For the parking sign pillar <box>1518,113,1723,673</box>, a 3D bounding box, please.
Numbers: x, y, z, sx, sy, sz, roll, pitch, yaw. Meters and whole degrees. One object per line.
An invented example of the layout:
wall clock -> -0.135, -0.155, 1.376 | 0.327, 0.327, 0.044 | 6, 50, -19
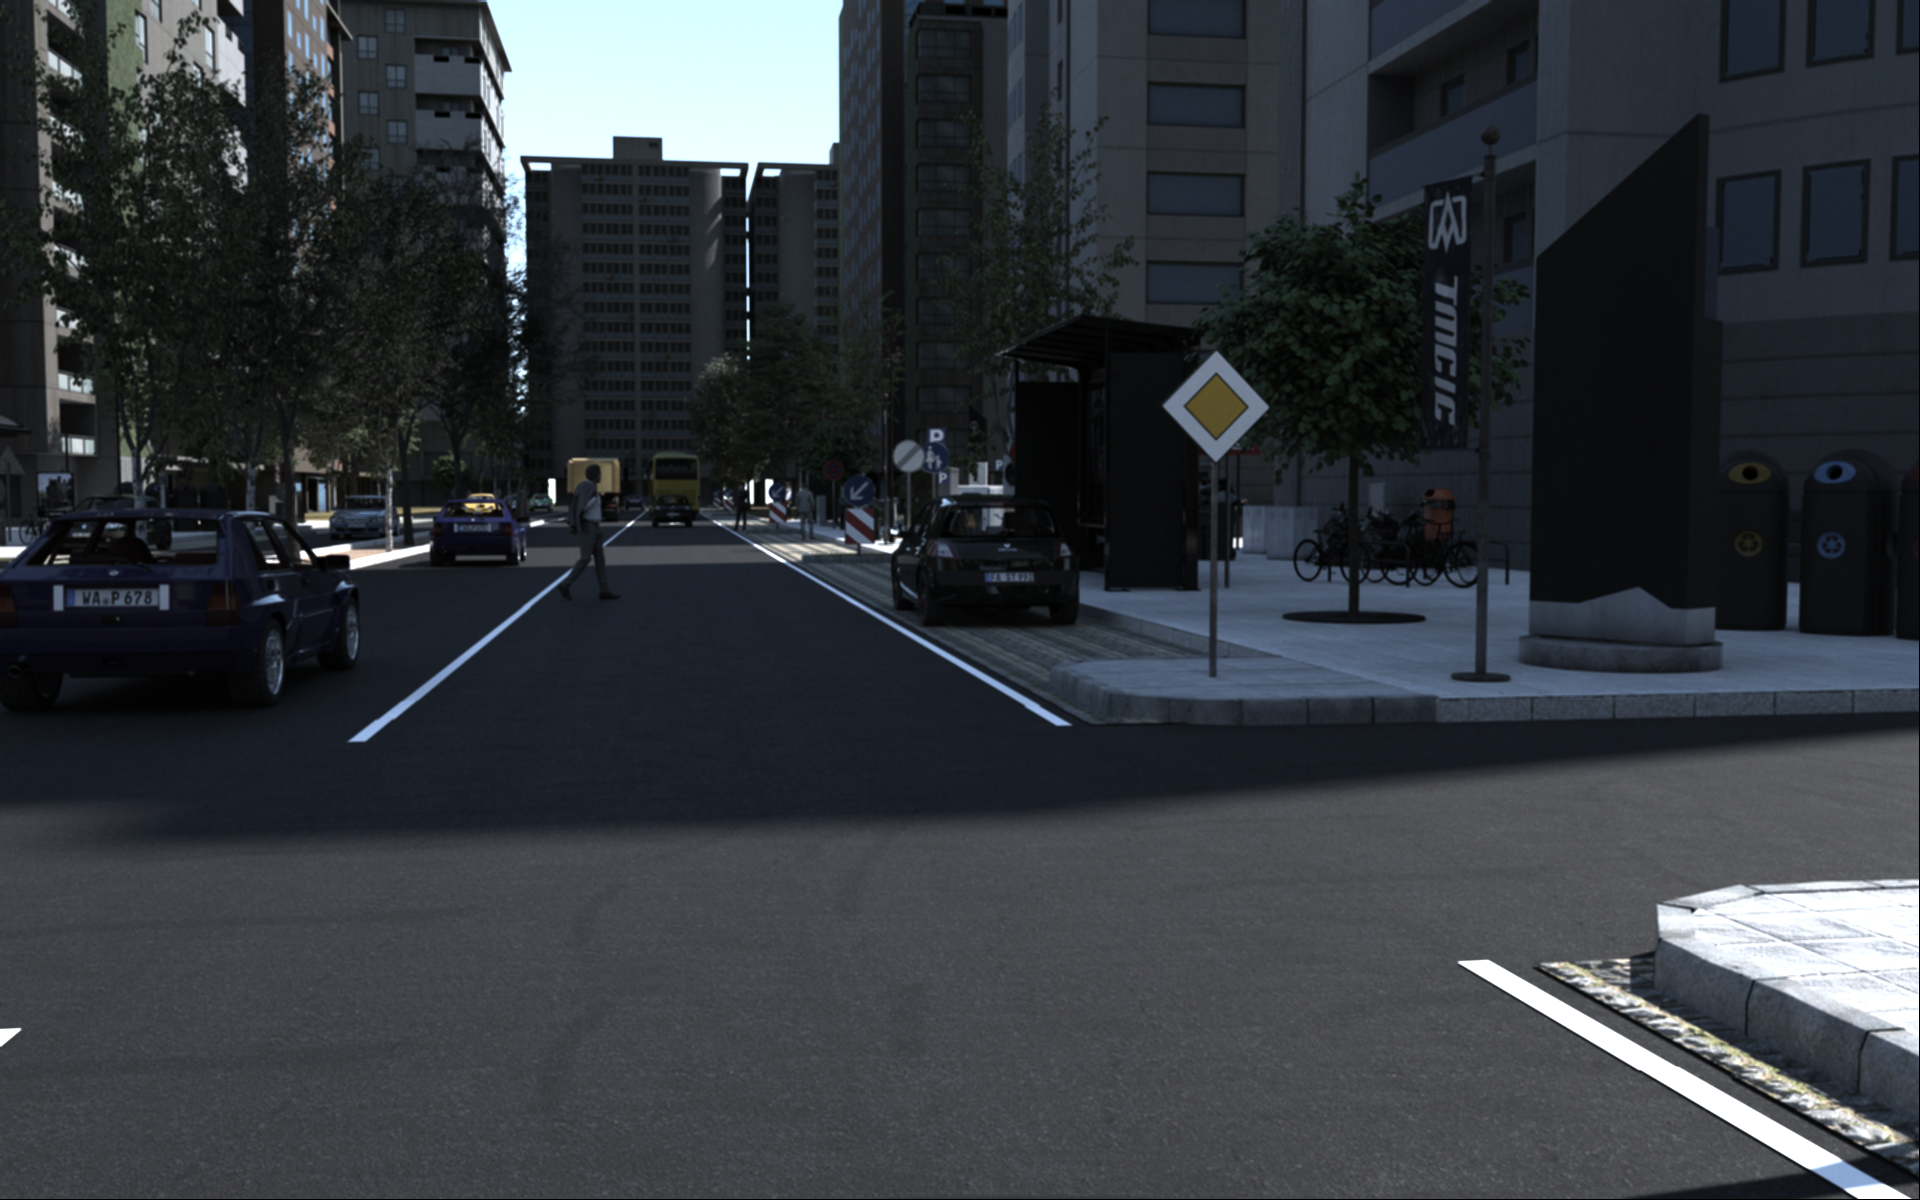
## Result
parking sign pillar -> 4.980, -1.499, 12.980 | 1.447, 3.967, 1.447 | -3, 4, -38

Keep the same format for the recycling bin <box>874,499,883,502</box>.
recycling bin -> -3.675, -3.842, 75.366 | 0.722, 1.027, 0.722 | -1, 4, -22

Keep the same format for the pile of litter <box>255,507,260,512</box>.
pile of litter -> -27.415, -3.301, 67.940 | 1.176, 0.858, 1.719 | 1, 4, 10

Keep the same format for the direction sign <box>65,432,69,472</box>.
direction sign -> -32.567, -4.356, 63.210 | 0.379, 3.537, 0.876 | -2, 4, -31

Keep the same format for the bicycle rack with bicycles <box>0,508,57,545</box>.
bicycle rack with bicycles -> -24.336, -1.890, 44.292 | 2.852, 0.926, 2.925 | 0, 4, -7

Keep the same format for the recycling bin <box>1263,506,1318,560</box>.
recycling bin -> 6.493, -1.304, 33.881 | 0.722, 1.027, 0.722 | -2, 4, -34

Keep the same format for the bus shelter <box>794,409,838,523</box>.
bus shelter -> -6.422, -6.236, 79.584 | 2.179, 5.291, 8.768 | -1, 4, -10

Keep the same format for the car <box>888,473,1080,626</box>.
car -> 0.214, -0.635, 20.174 | 2.009, 1.686, 4.222 | -1, 4, -8

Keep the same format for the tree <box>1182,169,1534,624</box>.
tree -> 4.025, -2.082, 17.760 | 4.285, 4.588, 4.351 | 0, 3, 0

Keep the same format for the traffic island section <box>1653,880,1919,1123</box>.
traffic island section -> 3.123, 1.100, 4.296 | 2.009, 0.180, 2.903 | -1, 4, -10

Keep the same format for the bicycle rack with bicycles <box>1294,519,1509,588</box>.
bicycle rack with bicycles -> 6.535, -0.696, 24.754 | 2.852, 0.926, 2.925 | -2, 4, -24

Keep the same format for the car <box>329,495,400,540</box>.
car -> -19.225, -2.693, 56.040 | 2.014, 1.417, 4.499 | -1, 4, -11

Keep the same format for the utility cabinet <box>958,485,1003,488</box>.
utility cabinet -> 0.535, -2.172, 44.195 | 1.173, 1.500, 0.318 | 0, 4, 1

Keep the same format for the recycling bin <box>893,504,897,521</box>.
recycling bin -> -3.310, -4.350, 83.675 | 0.722, 1.027, 0.722 | 2, 4, 27

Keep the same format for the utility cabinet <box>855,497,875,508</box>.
utility cabinet -> -4.689, -4.663, 84.911 | 0.318, 1.500, 1.173 | -3, 5, -44

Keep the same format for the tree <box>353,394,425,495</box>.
tree -> -33.672, -9.204, 100.851 | 4.737, 8.622, 4.395 | 0, 3, 0

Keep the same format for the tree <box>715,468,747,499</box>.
tree -> -21.483, -10.988, 163.363 | 4.285, 4.588, 4.351 | 0, 3, 0

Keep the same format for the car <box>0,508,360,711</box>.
car -> -5.653, -0.019, 12.883 | 1.945, 1.354, 3.894 | 0, 4, -8

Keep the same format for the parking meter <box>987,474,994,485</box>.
parking meter -> 0.762, -2.701, 49.876 | 0.399, 1.863, 0.255 | 2, 4, 34

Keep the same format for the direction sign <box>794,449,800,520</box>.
direction sign -> -8.159, -5.797, 86.781 | 0.379, 3.537, 0.876 | -1, 4, -15

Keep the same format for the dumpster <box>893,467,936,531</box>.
dumpster -> -1.303, -3.127, 53.627 | 1.502, 2.255, 1.985 | -1, 4, -9

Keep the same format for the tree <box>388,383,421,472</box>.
tree -> -33.081, -10.697, 93.020 | 7.486, 12.596, 7.792 | 0, 3, 0

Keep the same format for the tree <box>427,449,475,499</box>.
tree -> -37.033, -8.685, 125.711 | 4.285, 4.588, 4.351 | 0, 3, 0

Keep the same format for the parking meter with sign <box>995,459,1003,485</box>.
parking meter with sign -> 2.501, -5.610, 87.991 | 0.543, 3.016, 1.738 | 3, 4, 37

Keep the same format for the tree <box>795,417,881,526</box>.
tree -> -4.861, -5.235, 69.311 | 4.285, 4.588, 4.351 | 0, 3, 0

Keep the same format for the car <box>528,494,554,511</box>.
car -> -35.117, -8.156, 145.155 | 2.131, 1.459, 4.920 | -1, 4, -10

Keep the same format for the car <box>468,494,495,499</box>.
car -> -25.372, -4.991, 91.822 | 2.015, 1.641, 3.980 | -1, 4, -10

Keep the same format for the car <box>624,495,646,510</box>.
car -> -29.805, -8.941, 158.766 | 1.945, 1.354, 3.894 | -1, 4, -9

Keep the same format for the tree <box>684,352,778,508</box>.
tree -> -20.043, -15.163, 154.567 | 9.857, 13.997, 8.962 | 0, 3, 0

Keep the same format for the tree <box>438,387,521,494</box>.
tree -> -42.415, -13.912, 153.223 | 9.928, 11.665, 9.643 | 0, 3, 0

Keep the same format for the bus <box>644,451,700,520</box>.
bus -> -16.527, -6.598, 99.431 | 2.896, 3.916, 12.252 | -1, 4, -12

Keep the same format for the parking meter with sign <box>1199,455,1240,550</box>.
parking meter with sign -> 5.559, -2.656, 39.683 | 1.738, 3.016, 0.543 | 0, 4, -5

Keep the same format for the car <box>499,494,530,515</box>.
car -> -31.357, -6.741, 122.010 | 2.131, 1.459, 4.920 | -1, 4, -11

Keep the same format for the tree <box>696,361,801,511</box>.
tree -> -15.922, -12.576, 131.365 | 9.928, 11.665, 9.643 | 0, 3, 0

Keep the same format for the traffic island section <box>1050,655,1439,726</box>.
traffic island section -> 1.793, 0.618, 12.170 | 2.009, 0.180, 2.903 | -1, 4, -10

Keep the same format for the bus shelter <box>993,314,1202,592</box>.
bus shelter -> 1.906, -2.114, 25.849 | 1.731, 3.624, 6.357 | -1, 4, -10

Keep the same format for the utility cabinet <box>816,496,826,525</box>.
utility cabinet -> -5.871, -3.791, 73.146 | 0.306, 1.237, 1.020 | -1, 4, -13

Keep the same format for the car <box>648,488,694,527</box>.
car -> -12.741, -4.082, 76.532 | 2.009, 1.686, 4.222 | -1, 4, -11

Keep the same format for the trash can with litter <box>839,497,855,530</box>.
trash can with litter -> -3.992, -3.102, 62.101 | 0.624, 1.170, 1.055 | -1, 4, -14

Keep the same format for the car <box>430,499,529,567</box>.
car -> -9.903, -1.416, 35.725 | 1.945, 1.354, 3.894 | -1, 4, -11

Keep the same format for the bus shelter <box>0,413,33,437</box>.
bus shelter -> -23.449, -2.820, 40.024 | 2.014, 3.302, 5.546 | -1, 4, -10

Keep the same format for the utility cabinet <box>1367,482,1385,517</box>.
utility cabinet -> 7.994, -1.507, 33.311 | 0.318, 1.500, 1.173 | 1, 4, 13

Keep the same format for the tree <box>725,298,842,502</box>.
tree -> -10.154, -11.187, 101.041 | 7.486, 12.596, 7.792 | 0, 3, 0

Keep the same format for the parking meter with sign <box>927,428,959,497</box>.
parking meter with sign -> -0.310, -3.076, 46.550 | 0.543, 3.016, 1.738 | 1, 4, 21

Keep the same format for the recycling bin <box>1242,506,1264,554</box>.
recycling bin -> 6.569, -1.510, 37.249 | 0.722, 1.027, 0.722 | -2, 4, -33

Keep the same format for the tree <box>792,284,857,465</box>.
tree -> -3.524, -6.682, 59.614 | 4.737, 8.622, 4.395 | 0, 3, 0

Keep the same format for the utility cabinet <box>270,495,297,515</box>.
utility cabinet -> -30.359, -4.086, 77.974 | 1.020, 1.237, 0.306 | 0, 4, 3

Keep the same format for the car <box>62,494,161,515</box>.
car -> -20.747, -1.999, 42.464 | 2.009, 1.686, 4.222 | 0, 4, -8

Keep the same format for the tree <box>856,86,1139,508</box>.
tree -> 1.203, -5.009, 32.257 | 4.737, 8.622, 4.395 | 0, 3, 0
